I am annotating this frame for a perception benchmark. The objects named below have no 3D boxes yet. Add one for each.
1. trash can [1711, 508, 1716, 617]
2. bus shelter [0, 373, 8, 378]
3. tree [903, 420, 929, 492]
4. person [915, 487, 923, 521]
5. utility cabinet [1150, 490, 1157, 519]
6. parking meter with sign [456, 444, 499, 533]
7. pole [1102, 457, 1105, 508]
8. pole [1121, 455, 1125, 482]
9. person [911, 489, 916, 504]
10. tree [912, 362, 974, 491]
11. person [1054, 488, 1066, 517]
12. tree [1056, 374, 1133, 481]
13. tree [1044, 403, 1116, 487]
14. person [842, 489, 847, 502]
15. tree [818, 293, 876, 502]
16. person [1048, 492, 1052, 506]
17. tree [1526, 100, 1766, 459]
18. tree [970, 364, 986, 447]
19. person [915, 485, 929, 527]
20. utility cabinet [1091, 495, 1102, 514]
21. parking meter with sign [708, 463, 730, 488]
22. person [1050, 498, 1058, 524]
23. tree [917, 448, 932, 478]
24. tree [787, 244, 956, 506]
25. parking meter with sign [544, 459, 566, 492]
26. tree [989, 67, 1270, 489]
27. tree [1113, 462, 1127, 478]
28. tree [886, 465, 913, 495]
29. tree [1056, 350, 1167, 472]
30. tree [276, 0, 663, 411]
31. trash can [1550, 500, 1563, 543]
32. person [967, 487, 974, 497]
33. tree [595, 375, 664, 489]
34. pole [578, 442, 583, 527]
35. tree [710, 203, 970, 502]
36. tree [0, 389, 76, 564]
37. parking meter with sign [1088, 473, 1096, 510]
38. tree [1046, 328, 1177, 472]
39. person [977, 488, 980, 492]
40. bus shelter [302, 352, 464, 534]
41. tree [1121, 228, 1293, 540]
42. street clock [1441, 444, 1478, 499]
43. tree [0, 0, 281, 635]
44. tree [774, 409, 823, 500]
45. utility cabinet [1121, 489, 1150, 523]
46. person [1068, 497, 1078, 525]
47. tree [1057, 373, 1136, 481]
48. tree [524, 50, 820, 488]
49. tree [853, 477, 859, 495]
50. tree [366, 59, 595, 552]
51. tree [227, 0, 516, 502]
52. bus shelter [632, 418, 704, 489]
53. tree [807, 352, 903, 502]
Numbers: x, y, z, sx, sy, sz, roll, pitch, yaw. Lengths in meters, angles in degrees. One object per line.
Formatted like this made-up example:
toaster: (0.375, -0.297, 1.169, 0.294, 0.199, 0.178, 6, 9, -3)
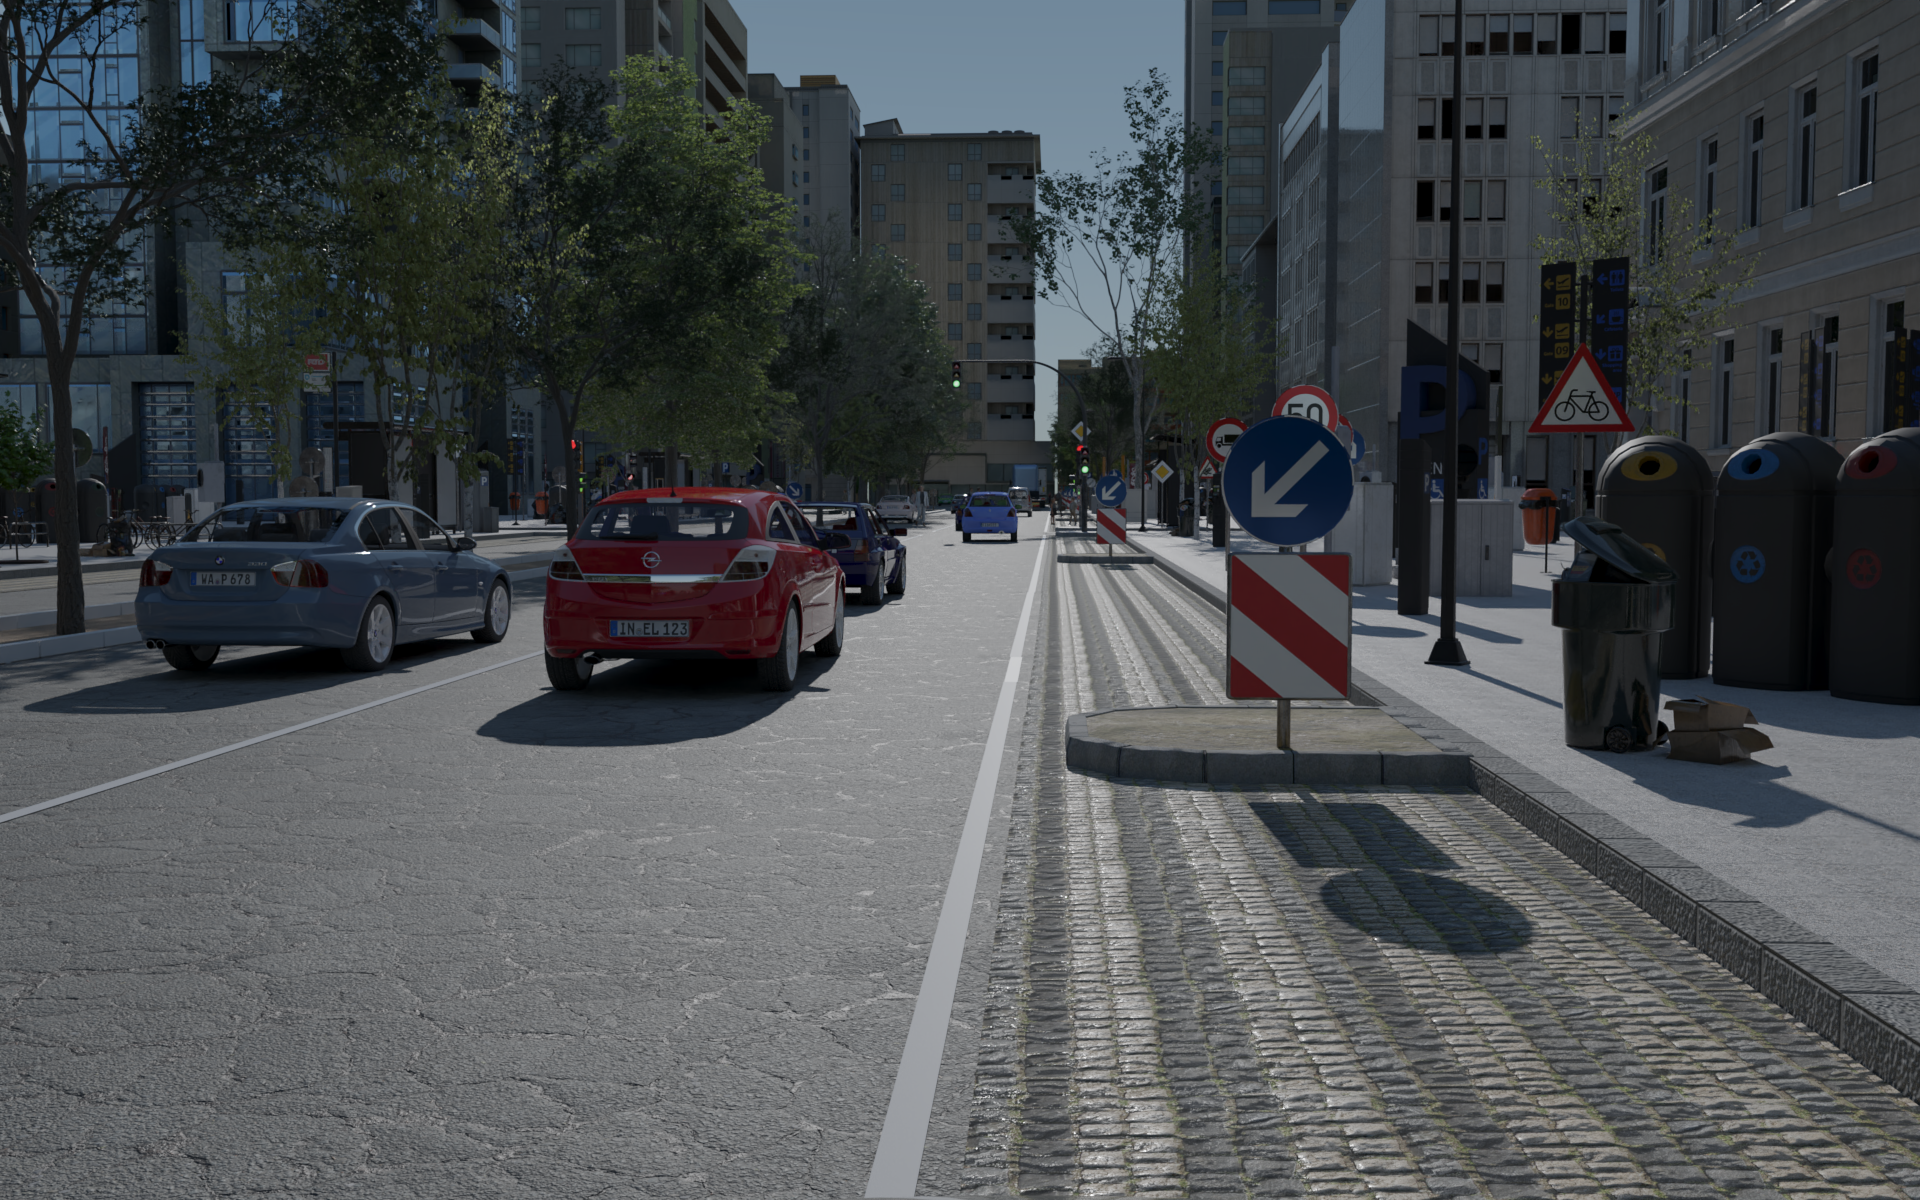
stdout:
trash can: (7.822, -0.408, 18.321, 0.748, 1.137, 0.748, 0, 3, 0)
bus shelter: (-19.668, -2.431, 31.038, 1.731, 3.624, 6.357, 0, 4, 3)
tree: (-3.758, -9.445, 107.249, 4.737, 8.622, 4.395, 0, 3, 0)
person: (-2.143, -5.151, 92.695, 0.573, 1.828, 0.580, -1, 4, -14)
utility cabinet: (9.364, -4.824, 87.545, 1.173, 1.500, 0.318, 1, 4, 23)
parking meter with sign: (-16.081, -3.755, 57.656, 1.738, 3.016, 0.543, 2, 4, 32)
pole: (7.886, -6.180, 94.886, 0.158, 3.312, 0.155, 0, 3, 0)
pole: (8.577, -5.949, 91.112, 0.158, 3.312, 0.155, 0, 3, 0)
person: (-2.530, -5.383, 97.183, 0.598, 1.740, 0.731, -3, 5, -41)
tree: (-2.751, -12.283, 129.042, 9.928, 11.665, 9.643, 0, 3, 0)
person: (6.273, -6.193, 109.718, 0.822, 1.834, 0.622, 0, 4, 7)
tree: (12.076, -13.639, 148.754, 9.928, 11.665, 9.643, 0, 3, 0)
tree: (15.518, -19.088, 218.739, 9.857, 13.997, 8.962, 0, 3, 0)
person: (-8.020, -6.814, 120.459, 0.362, 1.759, 0.519, 0, 4, 7)
tree: (-7.267, -7.079, 52.612, 8.767, 10.594, 7.601, 0, 4, 3)
person: (10.540, -11.801, 202.907, 0.415, 1.643, 0.593, 1, 4, 10)
tree: (12.504, -5.036, 32.698, 4.360, 8.622, 3.978, 0, 3, 0)
tree: (-3.306, -12.476, 116.807, 12.009, 13.543, 11.850, 0, 3, 0)
person: (-1.703, -4.151, 76.248, 0.514, 1.842, 0.818, -2, 4, -27)
utility cabinet: (8.906, -6.177, 112.149, 0.306, 1.237, 1.020, -2, 4, -32)
parking meter with sign: (-13.562, -6.084, 95.728, 0.543, 3.016, 1.738, 3, 5, 42)
person: (4.412, -4.175, 81.430, 0.362, 1.253, 0.373, -3, 5, -44)
tree: (-7.522, -17.307, 217.375, 8.767, 10.594, 7.601, -2, 4, -25)
tree: (-5.027, -10.998, 88.936, 9.857, 13.997, 8.962, 0, 3, 0)
parking meter with sign: (-19.715, -5.478, 85.819, 1.738, 3.016, 0.543, -1, 4, -13)
tree: (7.692, -13.695, 79.803, 12.611, 20.169, 13.585, 0, 3, 0)
tree: (9.536, -6.716, 104.400, 1.663, 3.219, 1.824, 0, 3, 0)
tree: (-9.530, -13.866, 161.125, 7.601, 10.594, 8.767, -2, 4, -27)
tree: (9.859, -10.855, 111.896, 7.601, 10.594, 8.767, -1, 4, -9)
tree: (-7.872, -6.032, 35.496, 8.767, 10.594, 7.601, 0, 4, 3)
trash can: (15.341, -2.051, 45.188, 0.748, 1.137, 0.748, 0, 3, 0)
person: (0.778, -6.224, 110.043, 0.659, 1.850, 0.755, -1, 4, -16)
tree: (-14.785, -7.742, 76.941, 4.737, 8.622, 4.395, 0, 3, 0)
pole: (-14.744, -4.491, 67.263, 0.158, 3.312, 0.155, 0, 3, 0)
tree: (-5.925, -9.792, 72.932, 12.009, 13.543, 11.850, 0, 3, 0)
tree: (-17.576, -2.287, 32.000, 1.663, 3.219, 1.824, 0, 3, 0)
parking meter with sign: (10.694, -8.763, 139.541, 0.543, 3.016, 1.738, -1, 4, -23)
tree: (10.977, -13.304, 127.884, 12.009, 13.543, 11.850, 0, 3, 0)
person: (1.120, -6.031, 107.063, 0.822, 1.834, 0.622, -3, 5, -41)
bus shelter: (-17.291, -4.519, 51.521, 2.179, 5.291, 8.768, 0, 4, 3)
tree: (6.725, -5.970, 47.975, 4.737, 8.622, 4.395, 0, 3, 0)
street clock: (7.179, -1.245, 24.931, 0.471, 2.002, 0.358, -1, 4, -9)
tree: (-8.990, -4.939, 17.625, 8.767, 10.594, 7.601, 0, 4, 3)
tree: (-12.112, -10.968, 129.694, 4.360, 8.622, 3.978, 0, 3, 0)
utility cabinet: (7.673, -4.137, 76.320, 1.173, 1.500, 0.318, -2, 4, -29)
person: (5.262, -4.140, 80.460, 0.475, 1.303, 0.640, 2, 4, 32)
tree: (12.739, -14.934, 162.294, 7.486, 12.596, 7.792, 0, 3, 0)
tree: (-7.555, -7.605, 44.927, 7.486, 12.596, 7.792, 0, 3, 0)
tree: (-10.293, -10.979, 174.109, 1.663, 3.219, 1.824, 0, 3, 0)
tree: (-8.367, -4.690, 29.504, 4.360, 8.622, 3.978, 0, 3, 0)
tree: (-7.900, -4.347, 23.892, 4.737, 8.622, 4.395, 0, 3, 0)
bus shelter: (-14.823, -6.708, 87.311, 2.179, 5.291, 8.768, 0, 4, 3)
tree: (-5.205, -7.884, 81.715, 4.737, 8.622, 4.395, 0, 3, 0)
